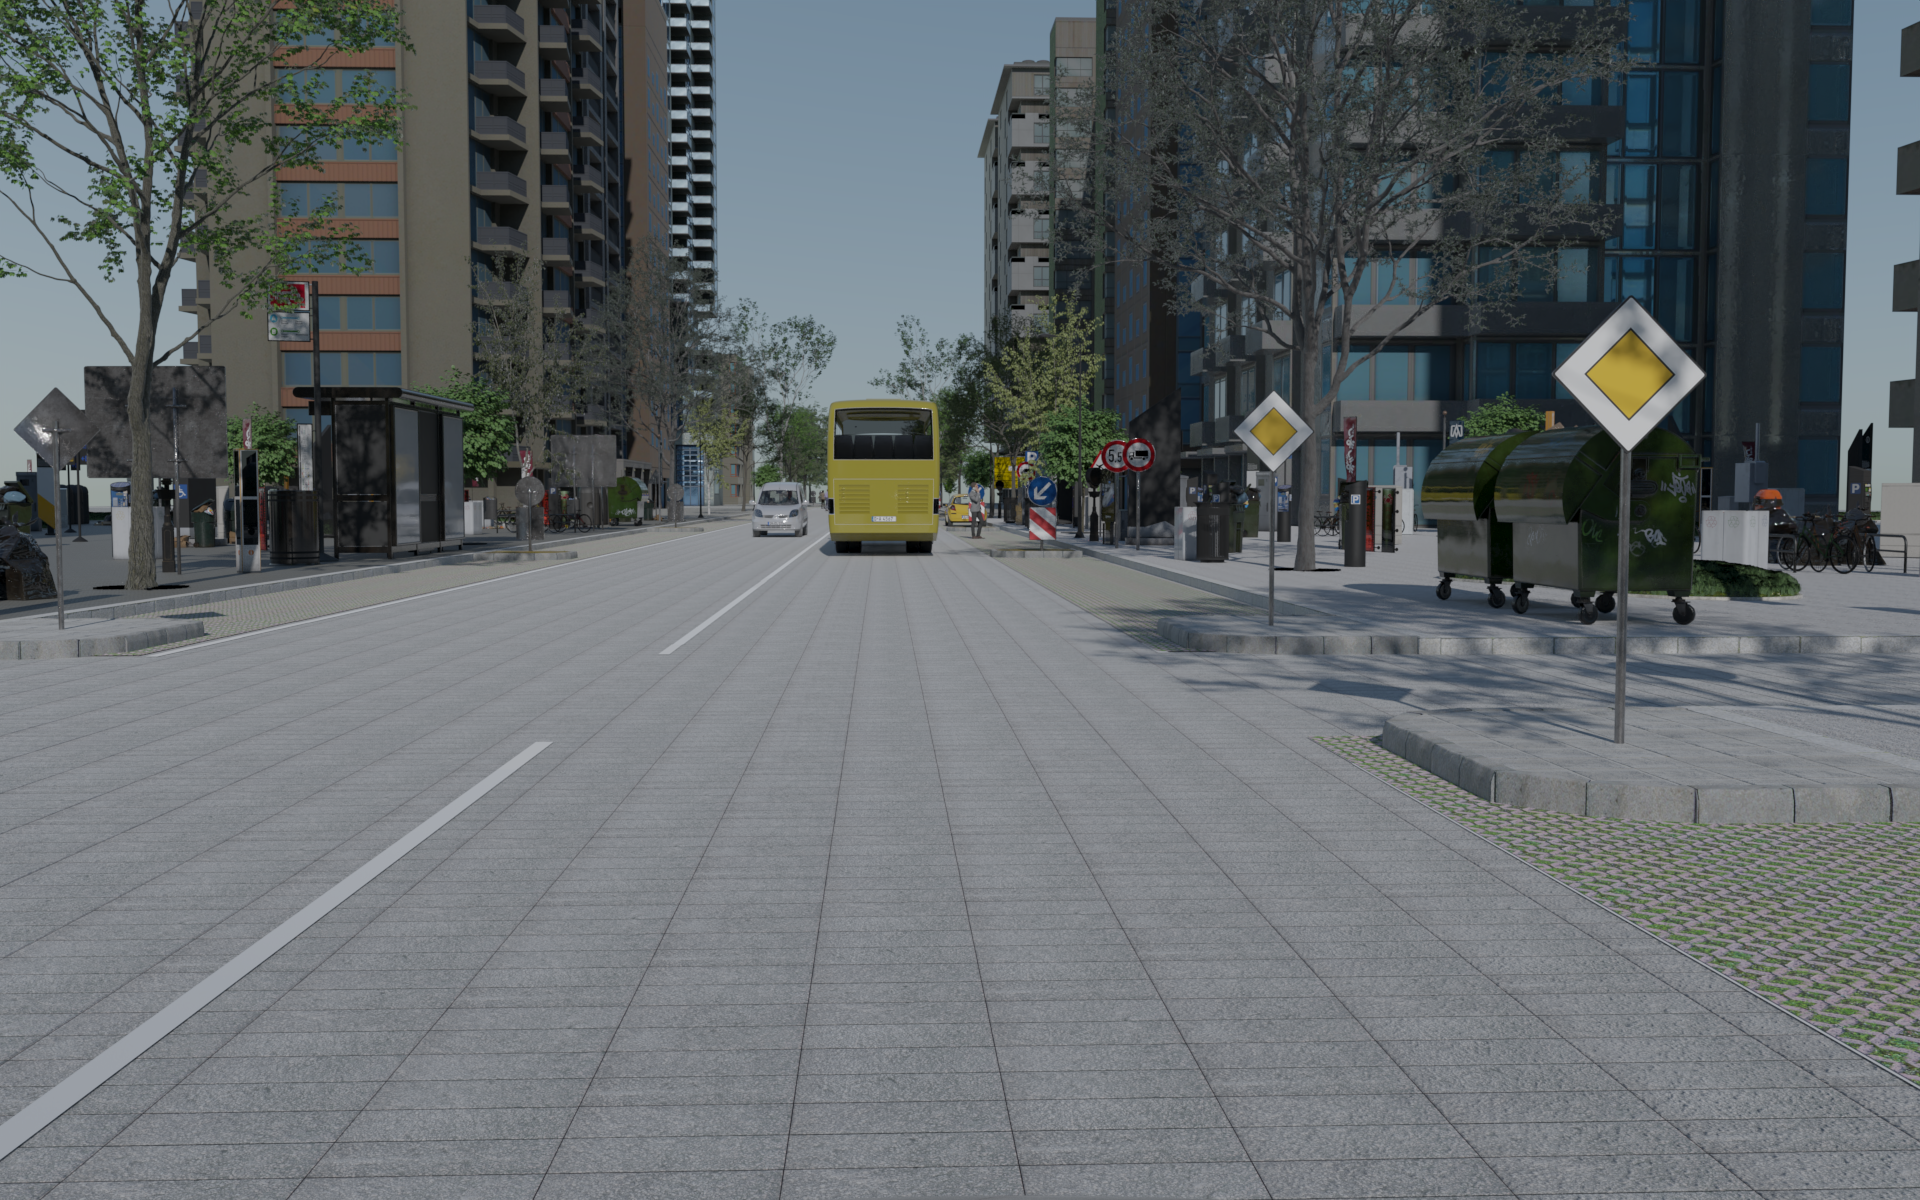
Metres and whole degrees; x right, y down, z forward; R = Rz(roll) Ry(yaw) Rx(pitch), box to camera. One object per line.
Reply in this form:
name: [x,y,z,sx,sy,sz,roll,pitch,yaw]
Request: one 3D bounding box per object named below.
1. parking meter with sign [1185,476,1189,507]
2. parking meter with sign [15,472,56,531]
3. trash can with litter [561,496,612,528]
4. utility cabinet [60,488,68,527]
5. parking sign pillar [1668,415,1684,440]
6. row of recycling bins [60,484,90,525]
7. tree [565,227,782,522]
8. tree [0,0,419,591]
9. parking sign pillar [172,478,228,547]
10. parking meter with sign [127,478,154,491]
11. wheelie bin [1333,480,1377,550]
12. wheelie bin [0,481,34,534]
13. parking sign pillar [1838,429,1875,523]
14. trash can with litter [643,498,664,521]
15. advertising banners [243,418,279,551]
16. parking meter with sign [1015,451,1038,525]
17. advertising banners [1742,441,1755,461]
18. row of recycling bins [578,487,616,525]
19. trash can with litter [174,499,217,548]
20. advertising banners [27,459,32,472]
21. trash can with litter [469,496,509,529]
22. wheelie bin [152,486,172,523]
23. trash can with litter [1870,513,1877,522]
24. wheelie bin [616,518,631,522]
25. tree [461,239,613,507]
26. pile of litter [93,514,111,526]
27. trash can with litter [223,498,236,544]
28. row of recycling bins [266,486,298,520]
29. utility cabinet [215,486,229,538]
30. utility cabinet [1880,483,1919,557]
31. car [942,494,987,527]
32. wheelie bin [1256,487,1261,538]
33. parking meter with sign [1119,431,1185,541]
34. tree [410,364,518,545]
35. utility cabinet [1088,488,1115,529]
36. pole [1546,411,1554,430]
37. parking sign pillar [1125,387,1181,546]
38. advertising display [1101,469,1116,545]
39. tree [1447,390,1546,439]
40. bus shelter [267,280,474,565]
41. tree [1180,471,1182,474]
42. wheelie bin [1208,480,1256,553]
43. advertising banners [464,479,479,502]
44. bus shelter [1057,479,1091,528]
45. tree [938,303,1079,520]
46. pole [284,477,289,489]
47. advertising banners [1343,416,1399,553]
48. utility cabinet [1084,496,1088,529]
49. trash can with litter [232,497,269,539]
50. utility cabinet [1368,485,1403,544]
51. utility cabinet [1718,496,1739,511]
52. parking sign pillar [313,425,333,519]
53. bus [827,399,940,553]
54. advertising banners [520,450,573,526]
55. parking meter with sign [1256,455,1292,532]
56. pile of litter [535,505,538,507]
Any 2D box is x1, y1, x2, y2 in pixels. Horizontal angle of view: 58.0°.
parking meter with sign: [8.638,-4.386,67.974,0.543,3.016,1.738,3,5,43]
parking meter with sign: [-32.045,-3.872,59.574,1.738,3.016,0.543,-1,4,-14]
trash can with litter: [-14.177,-3.291,64.870,2.233,1.210,1.678,1,4,16]
utility cabinet: [-35.326,-3.583,67.258,1.173,1.500,0.318,-1,4,-21]
parking sign pillar: [24.141,-4.302,58.814,1.447,3.967,1.447,0,4,5]
row of recycling bins: [-37.868,-4.052,73.356,1.069,1.692,3.534,0,4,-5]
tree: [-13.585,-10.419,80.717,12.009,13.543,11.850,0,3,0]
tree: [-10.908,-5.950,23.041,9.928,11.665,9.643,0,3,0]
parking sign pillar: [-18.984,-3.330,42.923,1.447,3.967,1.447,0,4,6]
parking meter with sign: [-36.959,-4.980,77.689,0.543,3.016,1.738,2,4,33]
wheelie bin: [9.118,-1.961,39.978,0.980,1.594,0.693,0,4,7]
wheelie bin: [-22.642,-2.051,41.440,0.980,1.594,0.693,2,4,32]
parking sign pillar: [37.526,-5.134,72.420,1.447,3.967,1.447,1,4,9]
trash can with litter: [-14.887,-4.425,83.738,1.055,1.170,0.624,-3,4,-37]
advertising banners: [-15.861,-2.639,39.338,0.090,3.025,2.074,-3,5,-43]
parking meter with sign: [2.692,-4.597,71.416,0.543,3.016,1.738,-1,4,-15]
advertising banners: [26.898,-3.760,57.666,2.074,3.025,0.090,-1,4,-12]
row of recycling bins: [-15.115,-3.992,72.375,1.069,1.692,3.534,0,4,2]
trash can with litter: [-18.364,-1.841,41.481,1.055,1.170,0.624,-1,4,-9]
advertising banners: [-47.491,-5.604,87.818,2.074,3.025,0.090,3,4,39]
trash can with litter: [-17.708,-3.242,64.071,2.233,1.210,1.678,0,4,7]
wheelie bin: [-32.120,-3.774,69.609,0.693,1.594,0.980,-3,5,-45]
trash can with litter: [40.472,-4.110,78.252,2.233,1.210,1.678,-1,4,-8]
wheelie bin: [-15.409,-4.378,79.485,0.693,1.594,0.980,2,4,31]
tree: [-12.511,-6.104,50.156,4.360,8.622,3.978,0,3,0]
pile of litter: [-34.523,-3.470,70.697,1.719,0.858,1.176,1,4,20]
trash can with litter: [-18.735,-2.050,44.901,0.624,1.170,1.055,-2,4,-29]
row of recycling bins: [-33.757,-4.846,86.337,1.069,1.692,3.534,0,4,4]
utility cabinet: [-20.010,-2.336,46.877,0.318,1.500,1.173,-2,4,-29]
utility cabinet: [19.105,-1.589,34.654,1.173,1.500,0.318,3,5,40]
car: [0.235,-4.069,76.757,2.015,1.641,3.980,0,4,-3]
wheelie bin: [8.566,-2.650,51.229,0.693,1.594,0.980,0,4,7]
parking meter with sign: [5.198,-3.140,47.603,1.738,3.016,0.543,-1,4,-13]
tree: [-12.750,-3.689,44.022,4.285,4.588,4.351,0,3,0]
utility cabinet: [5.095,-3.266,62.085,0.318,1.500,1.173,-2,4,-35]
pole: [14.524,-2.989,42.721,0.158,3.312,0.155,0,3,0]
parking sign pillar: [4.902,-3.381,43.758,1.447,3.967,1.447,0,4,1]
advertising display: [3.773,-2.351,43.647,0.123,1.923,0.974,-1,4,-15]
tree: [17.239,-4.367,55.114,4.285,4.588,4.351,0,3,0]
bus shelter: [-12.024,-3.527,35.303,2.179,5.291,8.768,0,4,-3]
tree: [9.076,-5.018,76.645,1.663,3.219,1.824,0,3,0]
wheelie bin: [5.881,-1.835,37.917,0.693,1.594,0.980,3,4,37]
advertising banners: [-17.562,-3.982,61.288,0.090,3.025,2.074,1,4,19]
bus shelter: [4.640,-4.724,68.520,1.731,3.624,6.357,0,4,-3]
tree: [2.427,-9.234,85.389,8.767,10.594,7.601,2,4,35]
pole: [-32.080,-5.422,82.486,0.158,3.312,0.155,0,3,0]
advertising banners: [9.094,-2.585,38.454,0.090,3.025,2.074,-1,4,-22]
utility cabinet: [4.558,-3.208,63.617,0.306,1.237,1.020,0,4,4]
trash can with litter: [-20.330,-2.328,49.119,2.233,1.210,1.678,-1,4,-16]
utility cabinet: [10.663,-2.163,44.049,0.318,1.500,1.173,-3,5,-43]
utility cabinet: [24.748,-2.732,55.834,0.306,1.237,1.020,0,4,3]
parking sign pillar: [-24.706,-4.786,66.718,1.447,3.967,1.447,1,4,9]
bus: [-1.979,-3.265,44.933,2.896,3.916,12.252,0,4,-2]
advertising banners: [-16.611,-4.484,69.507,2.074,3.025,0.090,-1,4,-22]
parking meter with sign: [10.495,-3.848,59.177,0.543,3.016,1.738,-3,4,-36]
pile of litter: [-18.703,-3.786,75.858,1.719,0.858,1.176,-1,4,-15]
